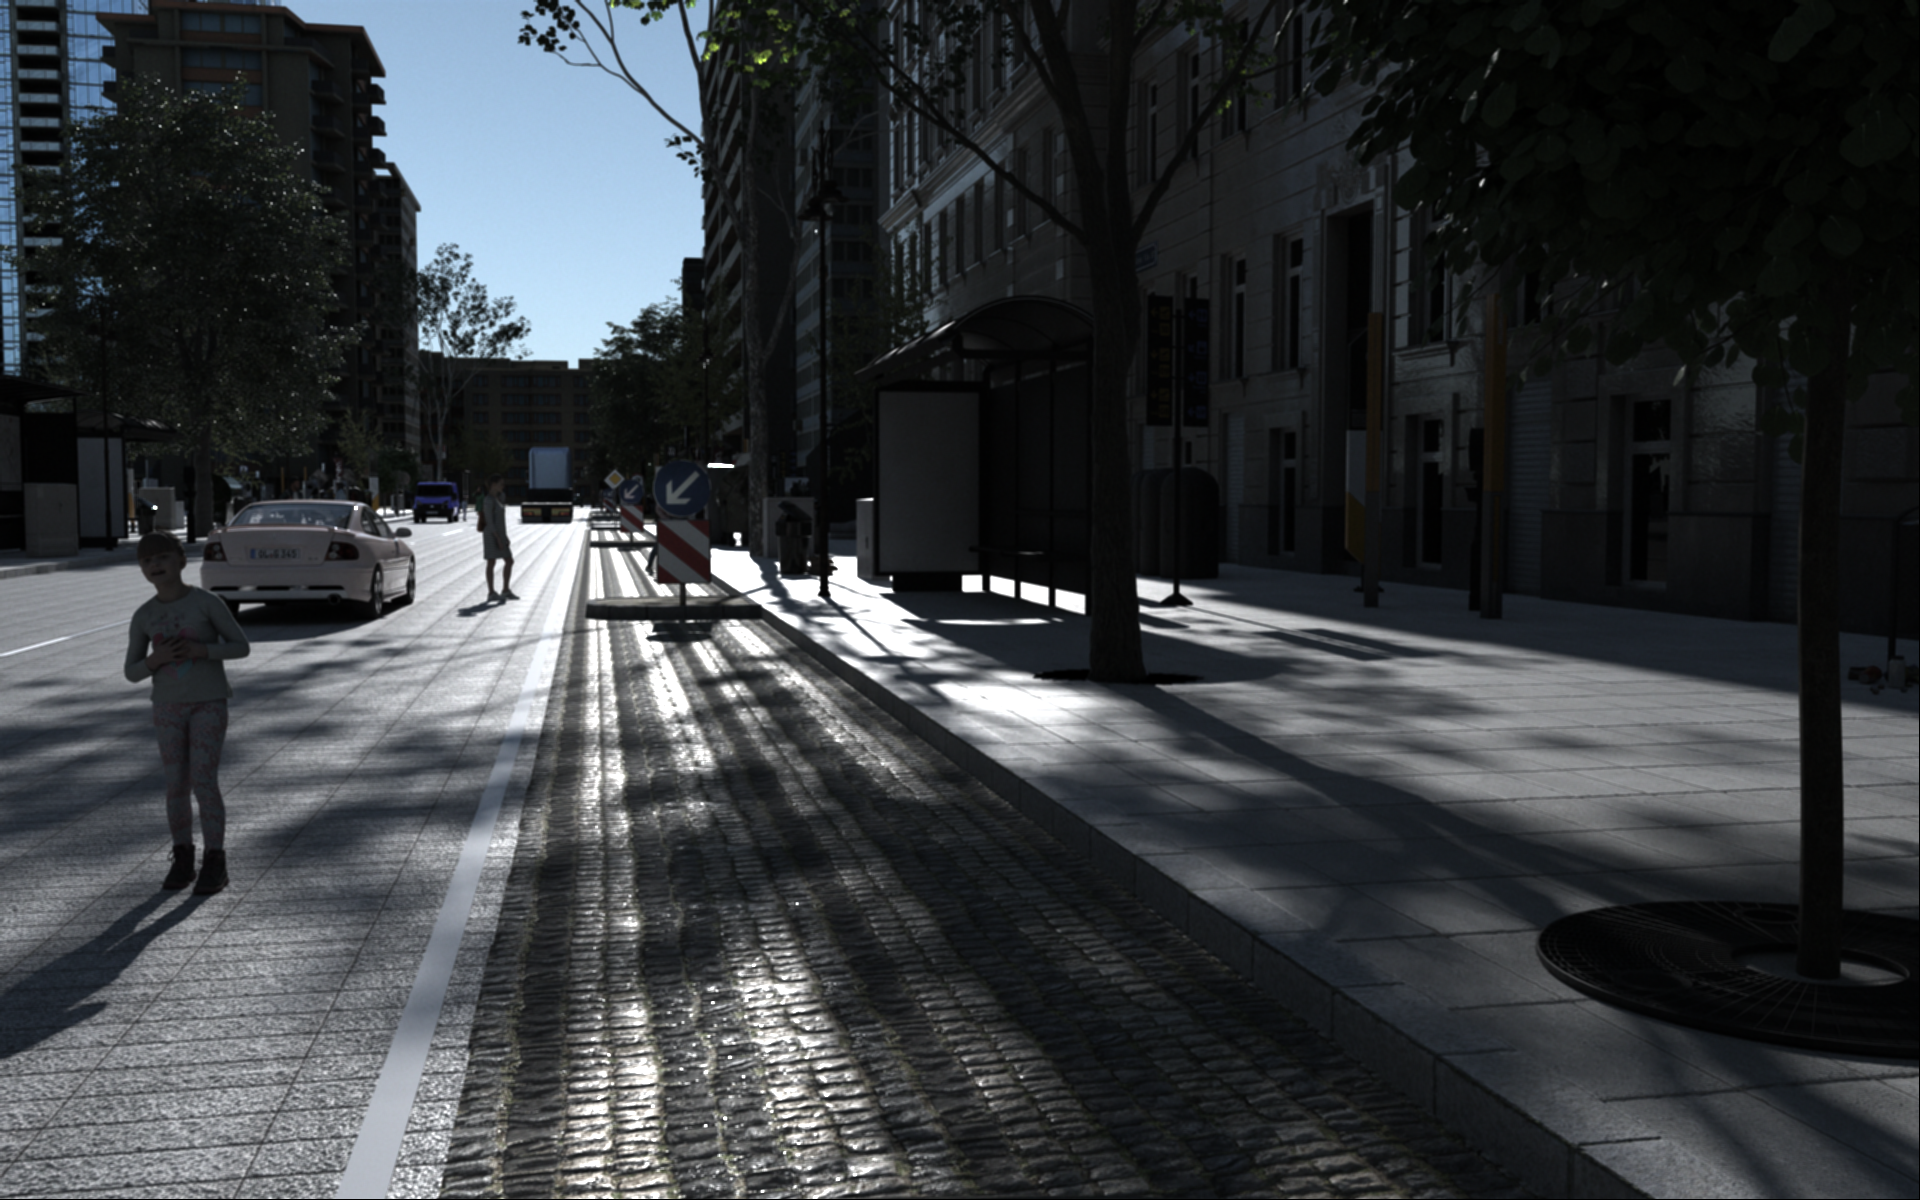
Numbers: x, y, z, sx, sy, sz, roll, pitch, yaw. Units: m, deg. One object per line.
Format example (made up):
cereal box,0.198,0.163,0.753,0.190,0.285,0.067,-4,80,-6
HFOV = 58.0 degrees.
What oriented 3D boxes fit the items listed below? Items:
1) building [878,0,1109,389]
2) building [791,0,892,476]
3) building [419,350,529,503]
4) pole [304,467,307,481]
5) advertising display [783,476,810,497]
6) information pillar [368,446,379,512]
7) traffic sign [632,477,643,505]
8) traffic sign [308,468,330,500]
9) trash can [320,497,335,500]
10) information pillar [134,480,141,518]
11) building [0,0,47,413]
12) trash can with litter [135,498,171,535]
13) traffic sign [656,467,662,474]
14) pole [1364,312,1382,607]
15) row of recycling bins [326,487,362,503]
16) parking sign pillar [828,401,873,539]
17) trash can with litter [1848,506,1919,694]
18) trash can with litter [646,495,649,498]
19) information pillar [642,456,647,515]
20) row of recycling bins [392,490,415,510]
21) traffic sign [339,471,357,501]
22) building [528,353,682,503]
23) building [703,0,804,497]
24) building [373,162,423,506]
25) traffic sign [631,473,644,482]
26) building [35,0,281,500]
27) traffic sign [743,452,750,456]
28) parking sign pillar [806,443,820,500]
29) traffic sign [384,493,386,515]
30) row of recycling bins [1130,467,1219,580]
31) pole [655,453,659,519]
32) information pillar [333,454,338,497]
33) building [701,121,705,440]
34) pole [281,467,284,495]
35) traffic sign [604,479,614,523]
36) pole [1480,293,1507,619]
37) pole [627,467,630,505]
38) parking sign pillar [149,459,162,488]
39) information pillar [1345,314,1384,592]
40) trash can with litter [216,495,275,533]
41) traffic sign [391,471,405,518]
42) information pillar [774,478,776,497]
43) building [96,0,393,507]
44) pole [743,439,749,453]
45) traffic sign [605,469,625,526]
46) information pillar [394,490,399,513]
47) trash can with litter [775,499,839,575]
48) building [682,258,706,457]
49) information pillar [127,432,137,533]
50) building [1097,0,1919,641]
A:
building,5.472,-15.564,51.739,12.463,27.353,25.104,-1,4,-12
building,2.920,-25.117,102.538,23.993,40.220,32.217,-1,4,-12
building,-76.018,-24.717,249.167,28.899,21.520,27.650,-1,4,-12
pole,-48.631,-8.249,128.716,0.158,3.312,0.155,0,3,0
advertising display,-5.892,-3.501,62.453,0.974,1.923,0.123,-1,4,-17
information pillar,-28.730,-5.719,84.855,0.183,3.616,0.504,3,4,36
traffic sign,-18.507,-5.953,99.455,0.606,2.300,0.079,0,4,-7
traffic sign,-24.706,-3.864,66.812,0.795,2.450,0.064,-1,4,-12
trash can,-26.926,-3.811,73.961,0.748,1.137,0.748,0,3,0
information pillar,-44.400,-5.444,93.493,0.304,2.012,0.304,3,4,37
building,-101.485,-53.833,192.844,31.000,86.520,22.319,-1,4,-12
trash can with litter,-25.070,-2.597,53.852,1.055,1.170,0.624,0,4,6
traffic sign,-10.809,-3.737,63.227,0.606,2.300,0.079,-1,4,-10
pole,4.672,-1.575,19.594,0.158,3.312,0.155,0,3,0
row of recycling bins,-38.436,-6.178,108.130,3.534,1.692,1.069,3,5,42
parking sign pillar,-3.056,-3.733,49.502,1.447,3.967,1.447,0,4,7
trash can with litter,6.966,-0.035,11.623,2.233,1.210,1.678,0,4,1
trash can with litter,-24.079,-7.345,131.153,2.233,1.210,1.678,-3,5,-44
information pillar,-19.605,-7.089,107.266,0.183,3.616,0.504,1,4,11
row of recycling bins,-45.711,-8.377,144.081,1.069,1.692,3.534,2,4,33
traffic sign,-26.361,-4.341,74.624,0.795,2.450,0.064,-1,4,-12
building,-47.560,-25.029,254.264,28.899,21.520,27.650,-1,4,-12
building,-13.141,-33.212,166.720,21.300,48.544,21.600,-1,4,-12
building,-73.280,-30.697,193.780,23.993,40.220,32.217,-1,4,-12
traffic sign,-19.244,-6.317,103.386,0.768,2.556,0.104,0,4,-6
building,-105.134,-56.532,236.962,31.000,86.520,22.319,-1,4,-12
traffic sign,-6.484,-3.235,53.005,0.768,2.556,0.104,0,4,-5
parking sign pillar,-6.952,-5.891,84.782,1.447,3.967,1.447,3,5,42
traffic sign,-35.609,-6.549,107.184,0.768,2.556,0.104,0,4,-6
row of recycling bins,3.293,-1.258,27.677,1.069,1.692,3.534,0,4,-7
pole,-15.146,-5.671,86.559,0.158,3.312,0.155,0,3,0
information pillar,-36.061,-6.651,100.098,0.183,3.616,0.504,0,4,7
building,-16.979,-35.036,192.449,23.786,49.044,30.456,-1,4,-12
pole,-51.317,-8.404,131.249,0.158,3.312,0.155,0,3,0
traffic sign,-15.405,-4.482,76.915,0.795,2.450,0.064,-1,4,-12
pole,5.473,-1.462,17.750,0.158,3.312,0.155,0,3,0
pole,-24.140,-8.089,126.103,0.158,3.312,0.155,0,3,0
parking sign pillar,-57.721,-8.304,124.236,1.447,3.967,1.447,0,4,-6
information pillar,5.285,-1.911,22.597,0.504,3.616,0.183,-1,4,-14
trash can with litter,-23.433,-2.719,55.511,1.678,1.210,2.233,1,4,22
traffic sign,-30.744,-5.783,94.650,0.768,2.556,0.104,-1,4,-9
information pillar,-8.797,-4.683,81.056,0.304,2.012,0.304,-3,4,-39
building,-64.597,-30.812,158.406,22.147,44.769,28.867,-1,4,-12
pole,-7.901,-4.296,64.081,0.158,3.312,0.155,0,3,0
traffic sign,-13.750,-4.004,69.103,0.795,2.450,0.064,-1,4,-12
information pillar,-37.657,-6.803,115.726,0.304,2.012,0.304,-1,4,-8
trash can with litter,-2.433,-0.998,27.702,1.055,1.170,0.624,2,4,26
building,-27.171,-27.027,213.597,14.160,30.474,14.107,-1,4,-12
information pillar,-27.114,-3.993,56.638,0.183,3.616,0.504,-1,4,-14
building,11.448,-14.055,27.059,12.463,27.353,25.104,-1,4,-12
